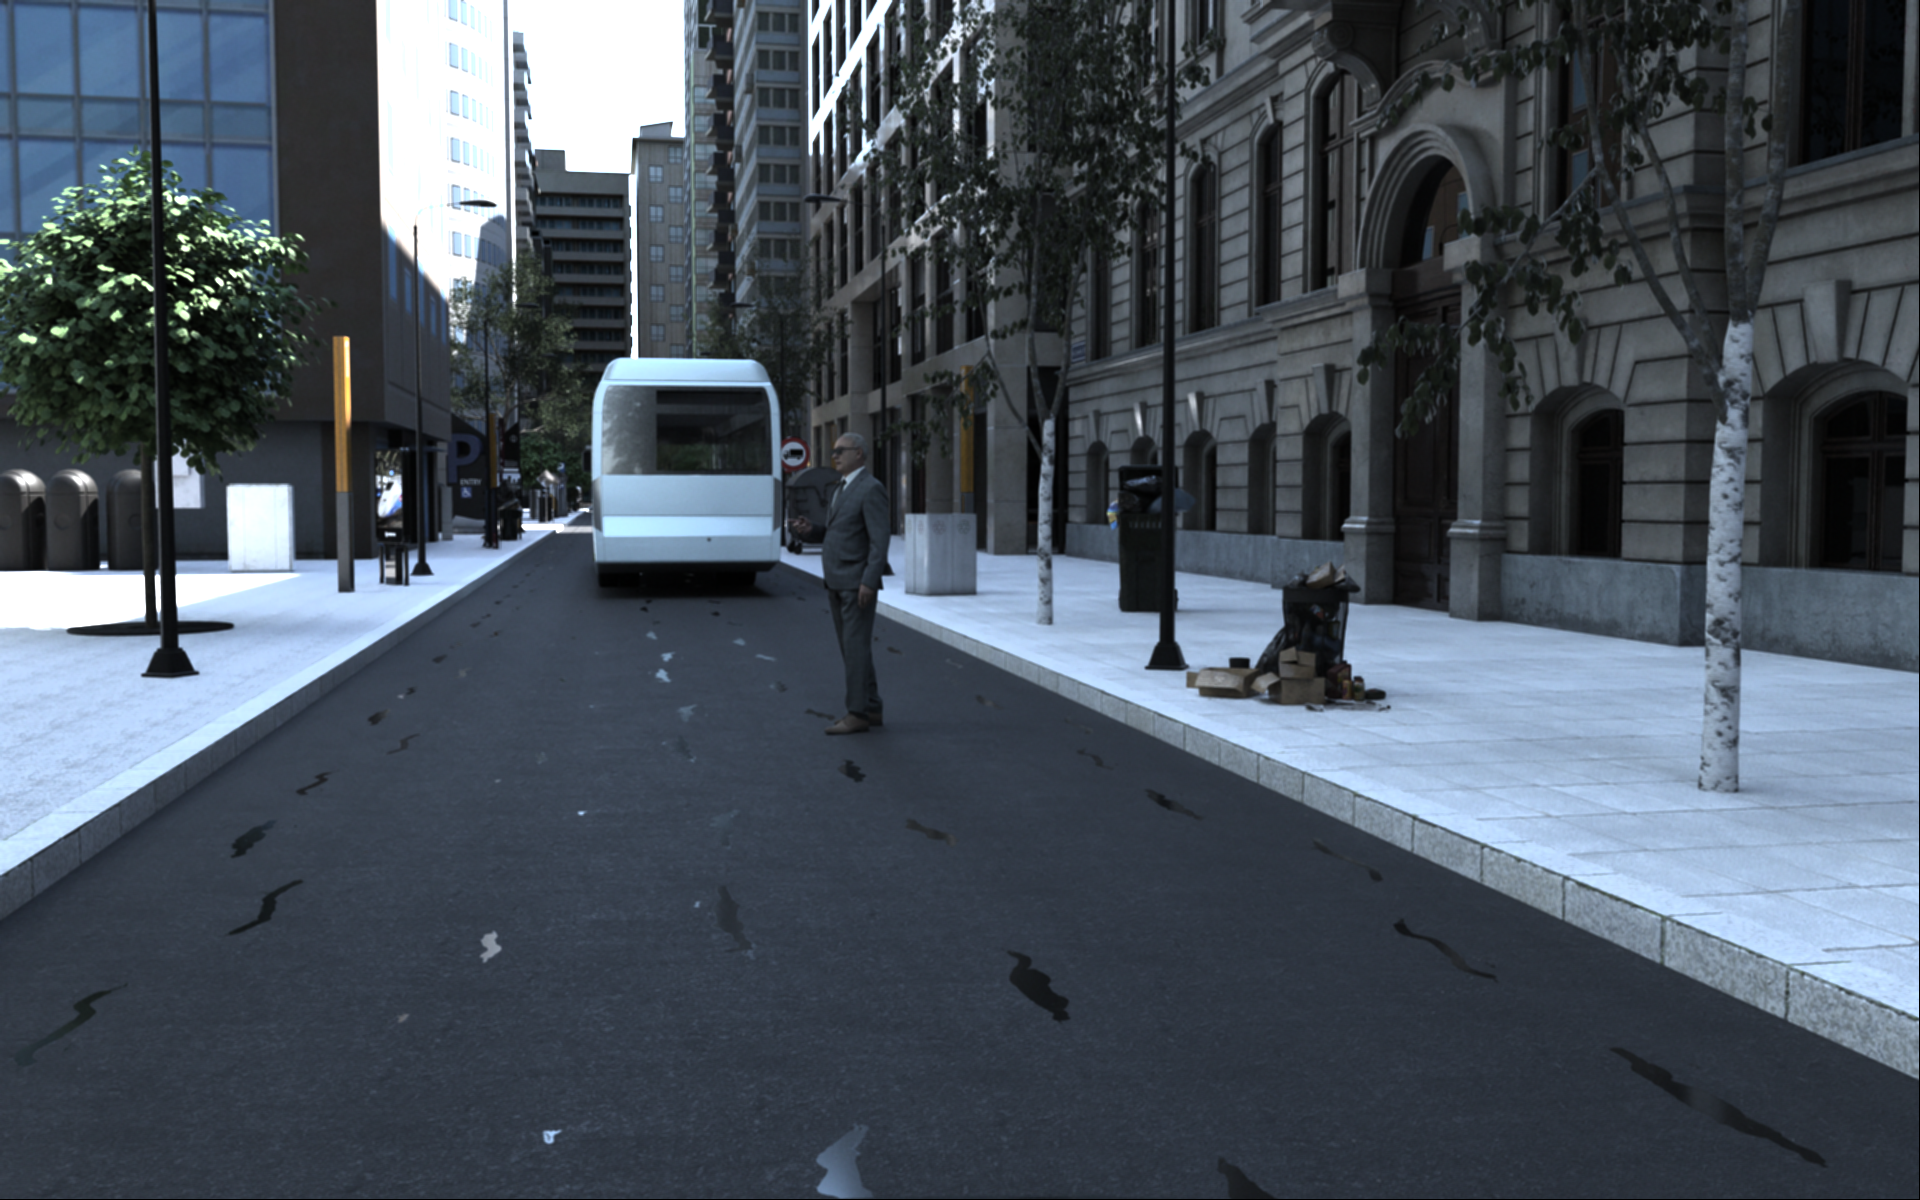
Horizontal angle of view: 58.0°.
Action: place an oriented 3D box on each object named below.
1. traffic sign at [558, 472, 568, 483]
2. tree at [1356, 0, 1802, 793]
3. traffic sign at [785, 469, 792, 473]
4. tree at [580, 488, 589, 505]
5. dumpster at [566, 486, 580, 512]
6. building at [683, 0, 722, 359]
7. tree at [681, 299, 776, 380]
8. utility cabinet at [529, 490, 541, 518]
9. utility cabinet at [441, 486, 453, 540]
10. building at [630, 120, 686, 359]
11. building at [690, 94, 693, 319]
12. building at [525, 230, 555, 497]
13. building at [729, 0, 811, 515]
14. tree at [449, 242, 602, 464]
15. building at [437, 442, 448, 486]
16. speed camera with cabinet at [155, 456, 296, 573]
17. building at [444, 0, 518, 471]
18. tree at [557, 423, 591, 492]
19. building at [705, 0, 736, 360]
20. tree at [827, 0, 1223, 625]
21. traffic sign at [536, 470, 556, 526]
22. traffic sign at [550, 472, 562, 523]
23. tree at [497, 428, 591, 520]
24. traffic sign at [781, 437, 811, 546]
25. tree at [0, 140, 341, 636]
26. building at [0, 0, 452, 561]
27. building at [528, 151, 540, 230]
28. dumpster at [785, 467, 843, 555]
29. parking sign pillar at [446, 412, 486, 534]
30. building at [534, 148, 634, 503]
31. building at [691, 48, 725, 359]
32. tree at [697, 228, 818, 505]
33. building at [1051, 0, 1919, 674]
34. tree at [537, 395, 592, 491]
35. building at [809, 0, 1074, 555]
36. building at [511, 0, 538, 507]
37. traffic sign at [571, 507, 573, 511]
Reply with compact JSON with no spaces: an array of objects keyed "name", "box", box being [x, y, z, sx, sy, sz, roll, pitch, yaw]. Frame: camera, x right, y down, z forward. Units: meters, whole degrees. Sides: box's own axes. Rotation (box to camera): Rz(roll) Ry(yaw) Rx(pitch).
[{"name":"traffic sign","box":[-23.216,-6.162,100.853,0.768,2.556,0.104,0,4,-2]},{"name":"tree","box":[3.196,-3.493,7.469,4.360,8.622,3.978,0,3,0]},{"name":"traffic sign","box":[-4.646,-2.684,43.883,0.884,2.594,0.081,-1,4,-10]},{"name":"tree","box":[-45.816,-13.172,209.962,1.663,3.219,1.824,0,3,0]},{"name":"dumpster","box":[-28.750,-7.634,127.305,1.502,2.255,1.985,-1,4,-11]},{"name":"building","box":[-25.737,-47.546,215.622,20.563,71.187,20.611,-1,4,-11]},{"name":"tree","box":[-8.703,-7.000,64.819,4.737,8.622,4.395,0,3,0]},{"name":"utility cabinet","box":[-22.403,-5.062,91.447,0.318,1.500,1.173,-2,4,-33]},{"name":"utility cabinet","box":[-14.350,-2.434,48.474,0.318,1.500,1.173,-1,4,-17]},{"name":"building","box":[-34.028,-40.647,253.813,27.495,52.752,28.713,-1,4,-11]},{"name":"building","box":[-20.256,-32.300,178.208,14.600,45.320,14.200,-1,4,-11]},{"name":"building","box":[-51.110,-25.372,186.526,14.160,30.474,14.107,-1,4,-11]},{"name":"building","box":[-0.865,-25.043,101.342,23.993,40.220,32.217,-1,4,-11]},{"name":"tree","box":[-16.468,-7.891,63.433,7.601,10.594,8.767,-1,4,-21]},{"name":"building","box":[-34.996,-39.607,85.824,20.563,71.187,20.611,-1,4,-11]},{"name":"speed camera with cabinet","box":[-12.004,-2.078,28.311,2.038,3.252,0.660,-1,4,-16]},{"name":"building","box":[-42.242,-35.280,118.826,21.231,58.520,28.212,-1,4,-11]},{"name":"tree","box":[-36.729,-13.118,164.840,4.737,8.622,4.395,0,3,0]},{"name":"building","box":[-8.310,-29.392,135.191,22.147,44.769,28.867,-1,4,-11]},{"name":"tree","box":[0.782,-4.079,17.051,4.360,8.622,3.978,0,3,0]},{"name":"traffic sign","box":[-16.764,-4.071,70.204,0.795,2.450,0.064,-1,4,-11]},{"name":"traffic sign","box":[-18.335,-4.550,78.033,0.795,2.450,0.064,-1,4,-11]},{"name":"tree","box":[-21.390,-6.280,86.383,4.285,4.588,4.351,0,3,0]},{"name":"traffic sign","box":[-3.701,-2.349,38.512,0.768,2.556,0.104,-1,4,-9]},{"name":"tree","box":[-7.559,-1.990,16.258,4.285,4.588,4.351,0,3,0]},{"name":"building","box":[-19.300,-23.720,37.932,14.600,45.320,14.200,-1,4,-11]},{"name":"building","box":[-63.686,-33.847,208.023,28.867,44.769,22.147,-1,4,-11]},{"name":"dumpster","box":[-3.064,-1.932,37.350,1.264,1.857,1.865,-1,4,-11]},{"name":"parking sign pillar","box":[-15.841,-4.116,55.768,1.447,3.967,1.447,0,4,5]},{"name":"building","box":[-57.363,-38.029,245.467,21.600,48.544,21.300,-1,4,-11]},{"name":"building","box":[-18.292,-29.379,163.938,14.154,41.232,14.086,-1,4,-11]},{"name":"tree","box":[-4.873,-5.919,47.133,4.360,8.622,3.978,0,3,0]},{"name":"building","box":[10.559,-12.250,19.375,14.460,24.649,34.723,-1,4,-11]},{"name":"tree","box":[-26.678,-10.242,117.822,4.360,8.622,3.978,0,3,0]},{"name":"building","box":[6.788,-15.261,54.028,19.350,26.468,34.151,-1,4,-11]},{"name":"building","box":[-51.720,-33.233,162.974,23.786,49.044,30.456,-1,4,-11]},{"name":"traffic sign","box":[-29.358,-8.003,130.951,0.768,2.556,0.104,-1,4,-10]}]
